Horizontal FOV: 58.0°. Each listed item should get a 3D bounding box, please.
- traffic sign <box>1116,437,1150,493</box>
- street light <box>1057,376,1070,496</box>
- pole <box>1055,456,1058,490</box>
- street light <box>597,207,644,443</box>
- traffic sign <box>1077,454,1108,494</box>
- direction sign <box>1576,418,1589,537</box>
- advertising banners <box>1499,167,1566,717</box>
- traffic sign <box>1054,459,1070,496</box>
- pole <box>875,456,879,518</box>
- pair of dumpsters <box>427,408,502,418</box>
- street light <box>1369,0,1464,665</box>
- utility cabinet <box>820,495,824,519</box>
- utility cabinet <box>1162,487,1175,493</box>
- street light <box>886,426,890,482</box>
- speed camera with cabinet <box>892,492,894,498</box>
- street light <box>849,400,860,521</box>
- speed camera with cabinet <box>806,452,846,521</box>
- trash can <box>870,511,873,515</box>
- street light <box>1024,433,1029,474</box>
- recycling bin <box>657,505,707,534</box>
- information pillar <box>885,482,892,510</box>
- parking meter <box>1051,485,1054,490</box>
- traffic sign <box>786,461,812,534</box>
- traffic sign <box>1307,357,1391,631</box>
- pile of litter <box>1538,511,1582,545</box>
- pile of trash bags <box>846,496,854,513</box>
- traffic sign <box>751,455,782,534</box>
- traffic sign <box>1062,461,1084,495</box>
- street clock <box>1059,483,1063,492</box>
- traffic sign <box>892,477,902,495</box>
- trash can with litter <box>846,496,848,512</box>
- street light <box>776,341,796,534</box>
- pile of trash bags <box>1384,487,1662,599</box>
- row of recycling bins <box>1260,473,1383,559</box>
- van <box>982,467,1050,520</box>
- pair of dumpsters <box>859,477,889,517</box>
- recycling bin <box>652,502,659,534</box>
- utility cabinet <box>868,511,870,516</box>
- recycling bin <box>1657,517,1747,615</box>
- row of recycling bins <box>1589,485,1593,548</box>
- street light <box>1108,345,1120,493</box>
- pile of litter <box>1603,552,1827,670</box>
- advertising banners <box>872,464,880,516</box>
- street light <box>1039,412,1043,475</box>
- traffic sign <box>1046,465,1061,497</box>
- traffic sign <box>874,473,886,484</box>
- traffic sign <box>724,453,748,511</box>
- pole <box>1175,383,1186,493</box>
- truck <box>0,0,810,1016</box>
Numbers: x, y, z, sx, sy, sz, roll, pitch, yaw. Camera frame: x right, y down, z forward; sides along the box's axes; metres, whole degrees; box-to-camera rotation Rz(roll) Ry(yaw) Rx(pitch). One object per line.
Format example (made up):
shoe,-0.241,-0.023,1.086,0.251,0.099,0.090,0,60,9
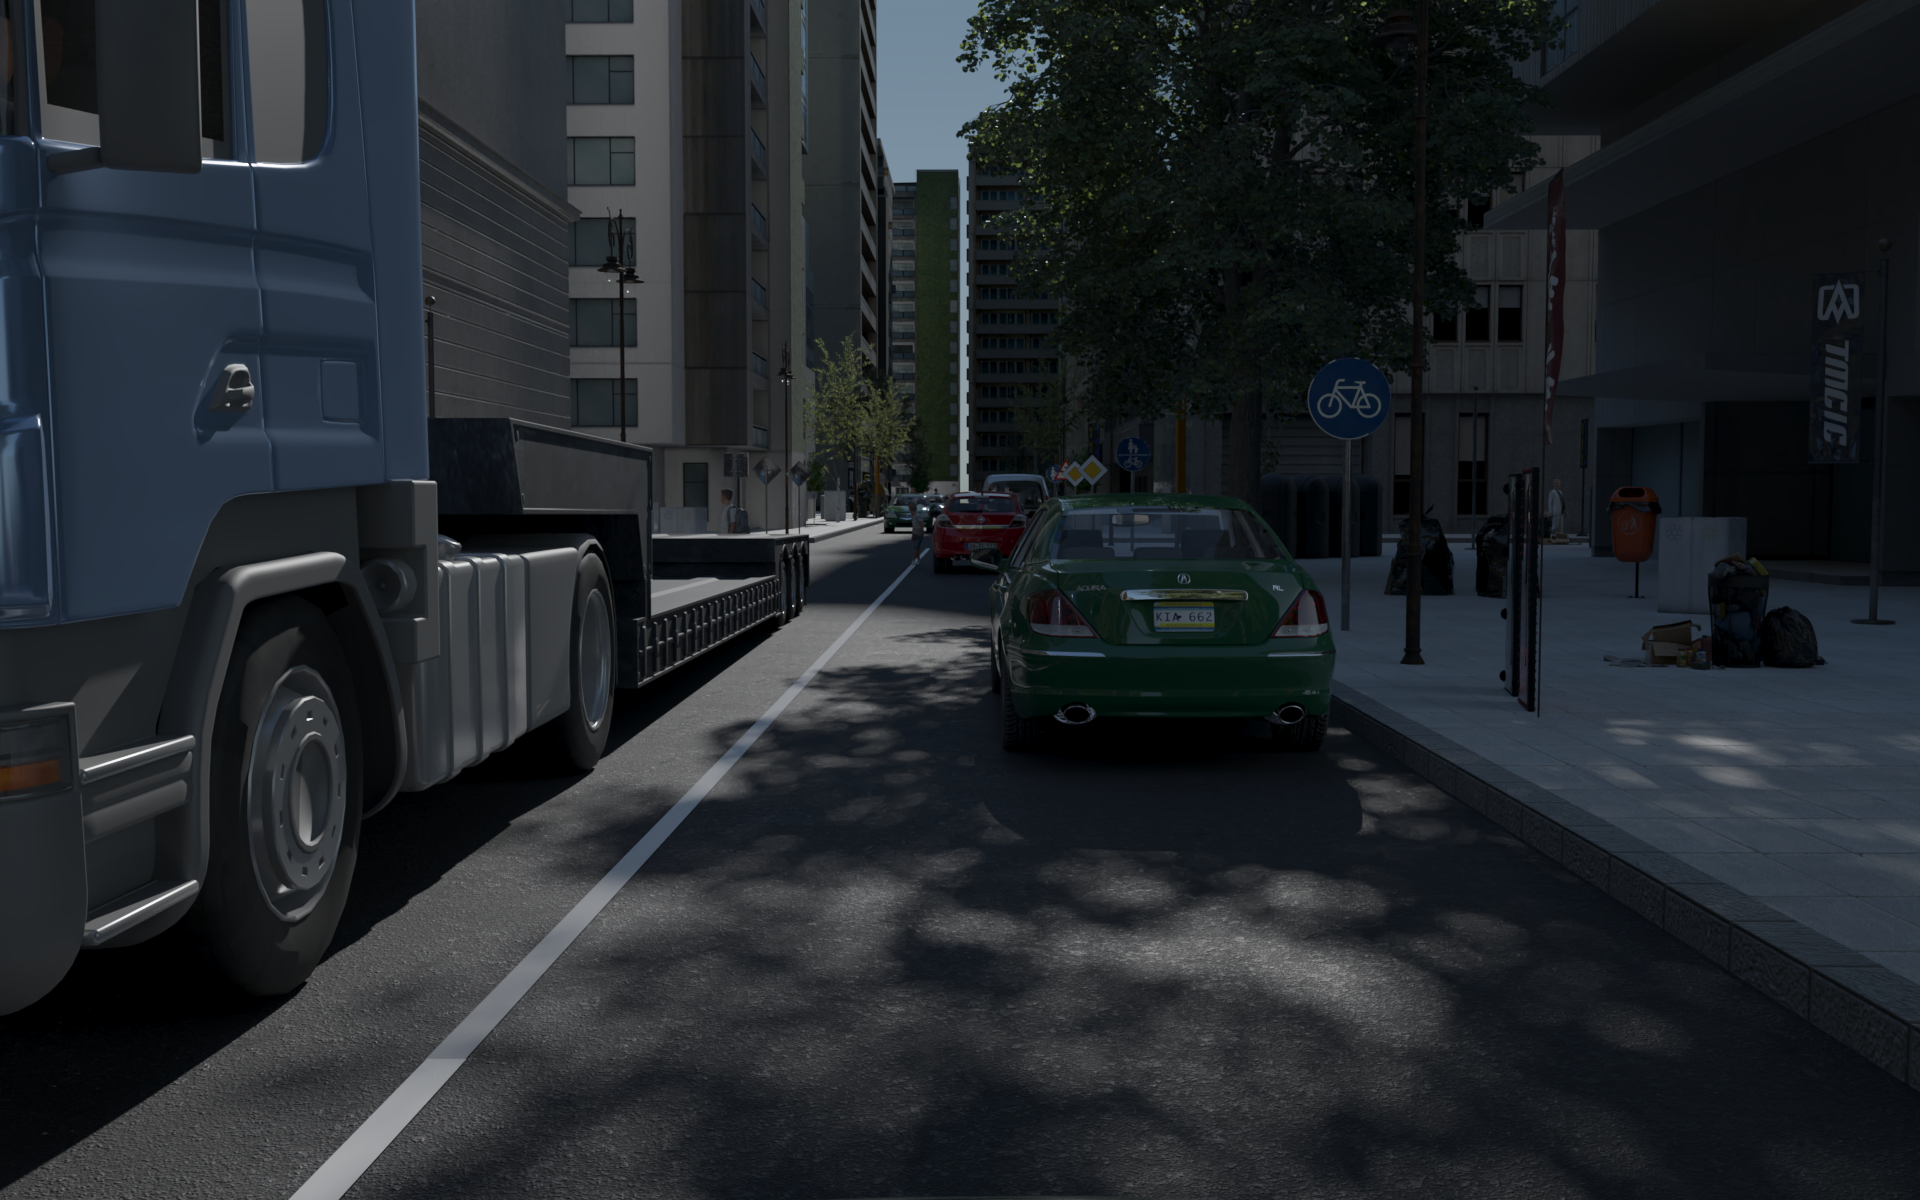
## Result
traffic sign,3.852,-2.357,38.642,0.768,2.556,0.104,0,4,2
street light,4.070,-5.821,67.959,0.468,5.910,1.993,0,4,1
pole,5.081,-5.962,91.320,0.158,3.312,0.155,0,3,0
street light,-5.496,-3.391,28.226,0.468,5.910,1.993,0,4,1
traffic sign,3.362,-2.471,44.044,0.795,2.450,0.064,0,4,1
direction sign,18.840,-3.690,52.325,0.379,3.537,0.876,1,4,8
advertising banners,3.417,-0.867,10.364,0.090,3.025,2.074,1,4,11
traffic sign,3.957,-3.963,64.798,0.884,2.594,0.081,0,4,8
pole,-4.421,-6.032,92.471,0.158,3.312,0.155,0,3,0
pair of dumpsters,-5.740,-0.965,18.269,1.574,2.255,4.437,0,4,1
street light,3.420,-2.454,12.912,0.468,5.910,1.993,0,4,1
utility cabinet,-6.808,-4.838,90.265,0.306,1.237,1.020,3,5,41
utility cabinet,6.820,-2.926,56.513,0.318,1.500,1.173,1,4,17
street light,-4.576,-8.477,111.379,0.468,5.910,1.993,0,4,1
speed camera with cabinet,-5.859,-8.136,127.352,2.038,3.252,0.660,0,4,1
street light,-4.999,-6.685,82.089,0.468,5.910,1.993,0,4,1
speed camera with cabinet,-6.489,-5.398,82.597,2.038,3.252,0.660,-1,4,-10
trash can,-5.676,-5.929,108.590,0.748,1.137,0.748,0,3,0
street light,4.871,-9.417,126.759,0.468,5.910,1.993,0,4,1
recycling bin,-5.305,-1.269,33.300,0.722,1.027,0.722,1,4,10
information pillar,-4.212,-5.944,101.672,0.304,2.012,0.304,-2,4,-29
parking meter,5.897,-6.288,108.524,0.399,1.863,0.255,-3,5,-42
traffic sign,-4.838,-2.967,52.145,0.795,2.450,0.064,0,4,1
traffic sign,3.621,-0.984,16.199,0.768,2.556,0.104,0,4,4
pile of litter,14.932,-1.831,43.903,1.719,0.858,1.176,1,4,12
pile of trash bags,-6.536,-6.620,117.995,1.912,1.369,3.447,-3,5,-43
traffic sign,-4.931,-2.478,44.161,0.795,2.450,0.064,0,4,1
traffic sign,3.455,-2.959,52.029,0.795,2.450,0.064,0,4,1
street clock,6.423,-6.405,109.291,0.358,2.002,0.471,-2,4,-25
traffic sign,-4.680,-7.727,126.342,0.884,2.594,0.081,0,4,5
trash can with litter,-8.011,-6.365,115.452,1.055,1.170,0.624,2,4,33
street light,-5.241,-4.864,52.321,0.468,5.910,1.993,0,4,1
pile of trash bags,7.061,-0.746,21.944,3.447,1.369,1.912,2,4,33
row of recycling bins,7.289,-1.702,34.945,3.534,1.692,1.069,-3,4,-39
van,1.182,-1.874,37.656,2.013,2.044,4.112,0,4,1
pair of dumpsters,-4.836,-5.759,96.651,1.574,2.255,4.437,0,4,0
recycling bin,-9.477,-2.415,52.045,0.722,1.027,0.722,0,4,2
utility cabinet,-5.778,-5.638,103.342,0.306,1.237,1.020,2,4,30
recycling bin,8.034,-0.379,18.751,0.722,1.027,0.722,3,5,40
row of recycling bins,15.343,-1.999,39.802,1.069,1.692,3.534,0,4,2
street light,3.751,-4.282,42.800,0.468,5.910,1.993,0,4,1
pile of litter,5.720,0.052,13.117,1.719,0.858,1.176,1,4,10
advertising banners,-4.973,-6.455,101.729,0.090,3.025,2.074,1,4,12
street light,4.497,-7.612,97.249,0.468,5.910,1.993,0,4,1
traffic sign,4.163,-4.629,75.784,0.768,2.556,0.104,0,4,5
traffic sign,-4.795,-6.292,102.975,0.768,2.556,0.104,0,4,5
traffic sign,-5.517,-2.479,42.662,0.606,2.300,0.079,0,4,5
pole,3.998,-2.297,31.391,0.158,3.312,0.155,0,3,0
truck,-3.071,-1.355,11.910,2.967,4.110,18.799,0,3,0
